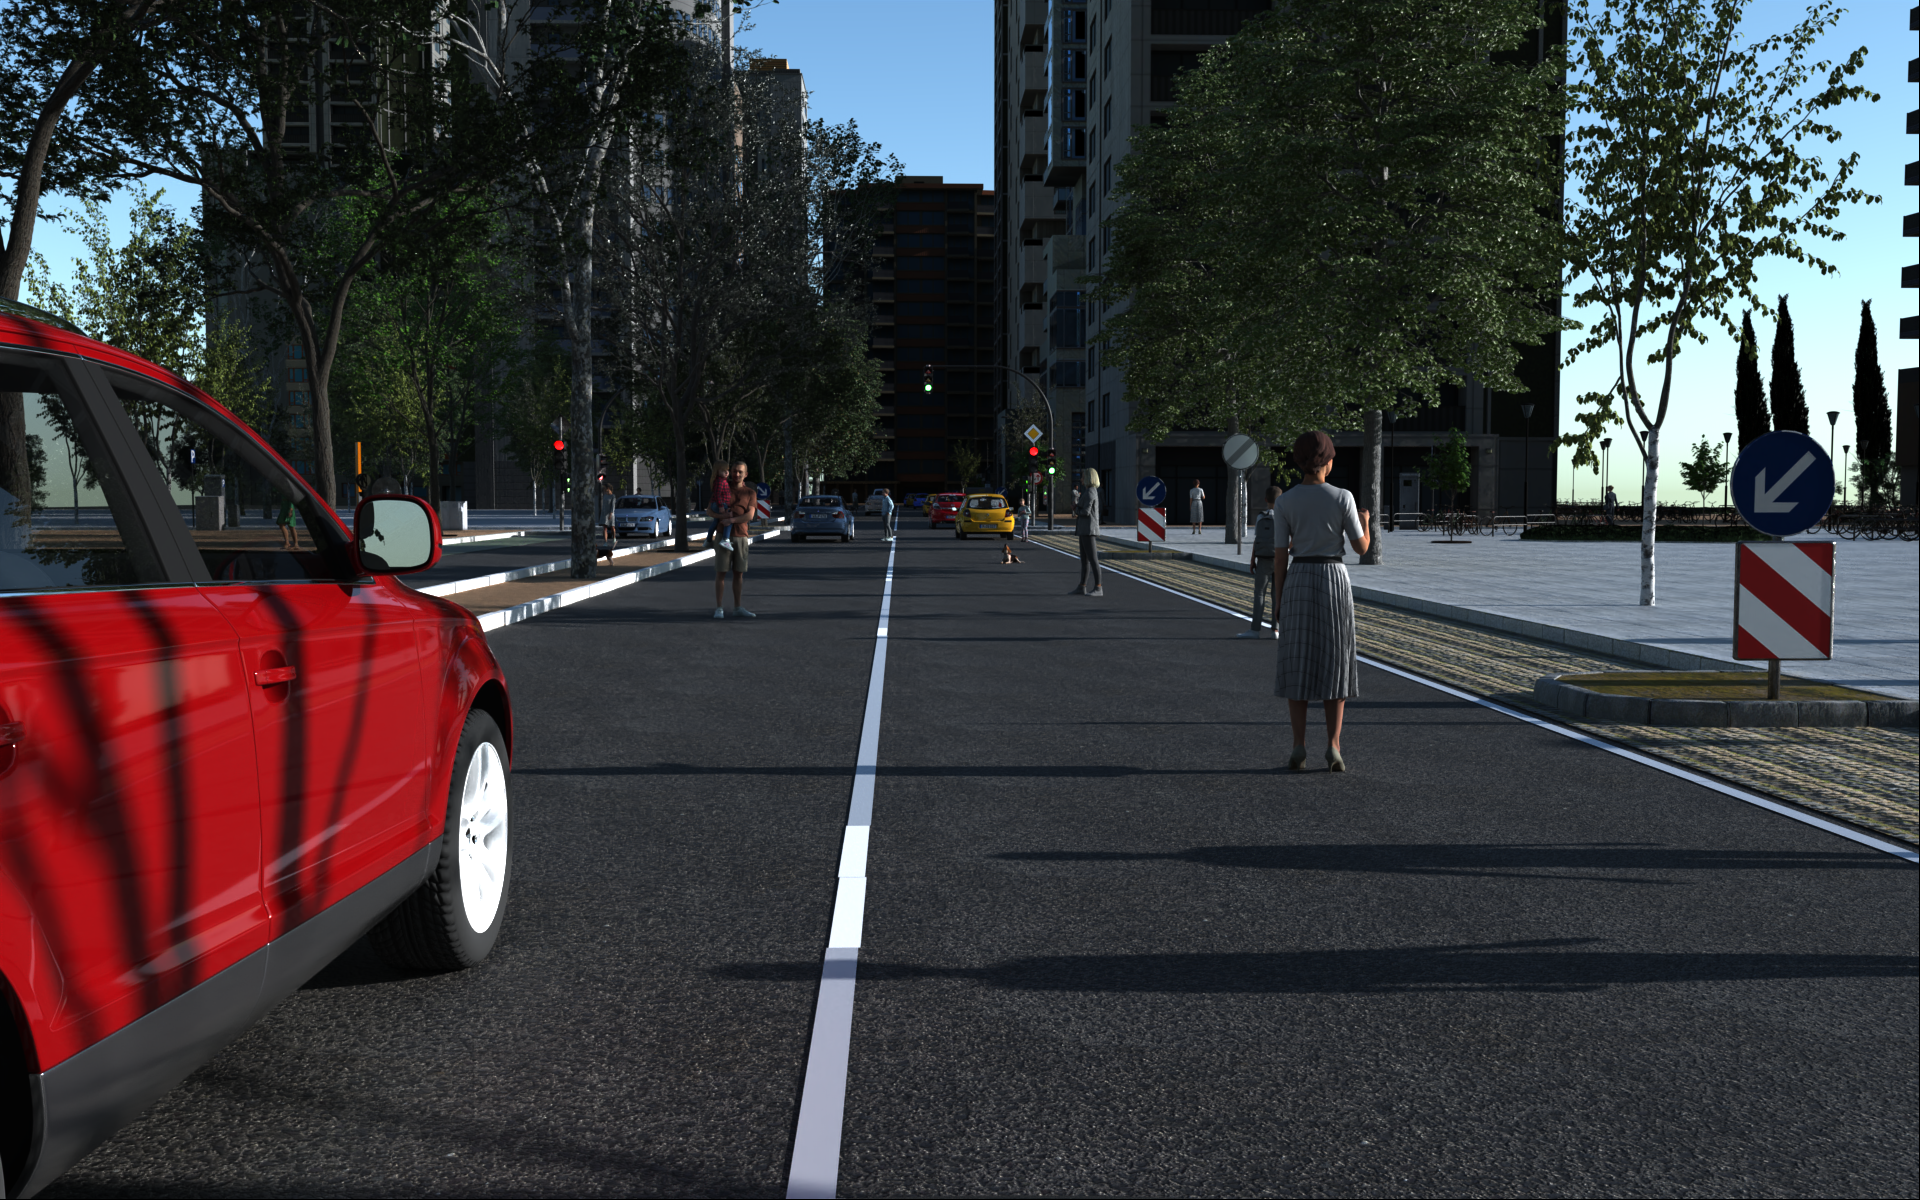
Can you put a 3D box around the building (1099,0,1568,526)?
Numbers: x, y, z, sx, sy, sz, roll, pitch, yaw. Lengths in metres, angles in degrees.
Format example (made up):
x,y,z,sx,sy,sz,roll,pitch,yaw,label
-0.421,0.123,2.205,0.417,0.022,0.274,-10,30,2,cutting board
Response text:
x,y,z,sx,sy,sz,roll,pitch,yaw,label
17.051,-39.162,78.546,20.611,71.187,20.563,0,4,-2,building

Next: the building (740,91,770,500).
x,y,z,sx,sy,sz,roll,pitch,yaw,label
-34.060,-35.579,205.425,21.600,48.544,21.300,0,4,-2,building

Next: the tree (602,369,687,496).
x,y,z,sx,sy,sz,roll,pitch,yaw,label
-17.798,-9.100,99.142,4.737,8.622,4.395,0,3,0,tree

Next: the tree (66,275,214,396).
x,y,z,sx,sy,sz,roll,pitch,yaw,label
-28.067,-6.551,57.472,4.360,8.622,3.978,0,3,0,tree

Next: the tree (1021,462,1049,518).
x,y,z,sx,sy,sz,roll,pitch,yaw,label
4.171,-6.151,95.173,1.663,3.219,1.824,0,3,0,tree

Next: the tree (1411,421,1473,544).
x,y,z,sx,sy,sz,roll,pitch,yaw,label
12.977,-3.109,45.427,1.663,3.219,1.824,0,3,0,tree

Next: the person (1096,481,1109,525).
x,y,z,sx,sy,sz,roll,pitch,yaw,label
5.930,-4.067,72.636,0.767,1.812,0.694,-3,4,-36,person

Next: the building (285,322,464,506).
x,y,z,sx,sy,sz,roll,pitch,yaw,label
-59.344,-21.881,202.794,28.899,21.520,27.650,0,4,-2,building

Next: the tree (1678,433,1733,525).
x,y,z,sx,sy,sz,roll,pitch,yaw,label
23.752,-3.721,55.436,1.663,3.219,1.824,0,3,0,tree

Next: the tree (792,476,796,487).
x,y,z,sx,sy,sz,roll,pitch,yaw,label
-21.084,-13.580,205.750,4.285,4.588,4.351,0,3,0,tree

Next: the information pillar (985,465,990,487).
x,y,z,sx,sy,sz,roll,pitch,yaw,label
2.247,-9.077,139.763,0.504,3.616,0.183,-2,4,-35,information pillar

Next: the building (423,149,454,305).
x,y,z,sx,sy,sz,roll,pitch,yaw,label
-60.005,-37.607,238.573,21.600,48.544,21.300,0,4,-2,building

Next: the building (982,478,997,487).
x,y,z,sx,sy,sz,roll,pitch,yaw,label
18.711,-30.168,185.134,32.217,40.220,23.993,0,4,-2,building

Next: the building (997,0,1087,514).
x,y,z,sx,sy,sz,roll,pitch,yaw,label
14.746,-49.613,123.837,22.319,86.520,31.000,0,4,-2,building

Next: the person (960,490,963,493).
x,y,z,sx,sy,sz,roll,pitch,yaw,label
-0.227,-8.079,140.805,1.509,1.804,0.699,-3,4,-38,person

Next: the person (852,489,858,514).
x,y,z,sx,sy,sz,roll,pitch,yaw,label
-7.508,-7.023,123.547,0.478,1.798,0.641,-2,4,-32,person

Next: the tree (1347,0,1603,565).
x,y,z,sx,sy,sz,roll,pitch,yaw,label
7.682,-6.893,30.822,7.486,12.596,7.792,0,3,0,tree

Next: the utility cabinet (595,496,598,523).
x,y,z,sx,sy,sz,roll,pitch,yaw,label
-16.480,-4.015,76.804,0.306,1.237,1.020,2,4,31,utility cabinet

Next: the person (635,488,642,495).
x,y,z,sx,sy,sz,roll,pitch,yaw,label
-14.091,-4.064,75.776,0.563,1.720,0.643,-3,4,-38,person

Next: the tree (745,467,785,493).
x,y,z,sx,sy,sz,roll,pitch,yaw,label
-20.029,-11.687,174.792,4.285,4.588,4.351,0,3,0,tree

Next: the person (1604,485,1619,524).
x,y,z,sx,sy,sz,roll,pitch,yaw,label
25.559,-3.609,67.923,0.534,1.772,0.576,3,5,43,person

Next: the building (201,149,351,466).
x,y,z,sx,sy,sz,roll,pitch,yaw,label
-81.061,-32.092,208.302,14.086,41.232,14.154,0,4,-2,building

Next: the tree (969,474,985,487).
x,y,z,sx,sy,sz,roll,pitch,yaw,label
1.921,-10.697,169.493,1.663,3.219,1.824,0,3,0,tree

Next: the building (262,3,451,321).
x,y,z,sx,sy,sz,roll,pitch,yaw,label
-81.259,-48.778,235.768,20.611,71.187,20.563,0,4,-2,building

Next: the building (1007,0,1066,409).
x,y,z,sx,sy,sz,roll,pitch,yaw,label
18.523,-34.798,158.192,28.713,52.752,27.495,0,4,-2,building

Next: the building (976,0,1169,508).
x,y,z,sx,sy,sz,roll,pitch,yaw,label
12.611,-46.995,206.613,20.563,71.187,20.611,0,4,-2,building

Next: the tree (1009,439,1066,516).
x,y,z,sx,sy,sz,roll,pitch,yaw,label
4.342,-7.076,99.409,4.285,4.588,4.351,0,3,0,tree

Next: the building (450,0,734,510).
x,y,z,sx,sy,sz,roll,pitch,yaw,label
-32.168,-37.578,156.407,21.231,58.520,28.212,0,4,-2,building

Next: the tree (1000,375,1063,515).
x,y,z,sx,sy,sz,roll,pitch,yaw,label
4.294,-9.610,107.493,4.360,8.622,3.978,0,3,0,tree

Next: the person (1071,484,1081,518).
x,y,z,sx,sy,sz,roll,pitch,yaw,label
6.295,-5.358,93.820,0.466,1.800,0.511,1,4,20,person

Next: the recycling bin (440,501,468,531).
x,y,z,sx,sy,sz,roll,pitch,yaw,label
-17.859,-2.971,61.123,0.722,1.027,0.722,0,4,6,recycling bin

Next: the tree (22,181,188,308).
x,y,z,sx,sy,sz,roll,pitch,yaw,label
-19.298,-5.479,39.945,4.737,8.622,4.395,0,3,0,tree

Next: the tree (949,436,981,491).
x,y,z,sx,sy,sz,roll,pitch,yaw,label
0.617,-16.549,220.932,4.737,8.622,4.395,0,3,0,tree

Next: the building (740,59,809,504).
x,y,z,sx,sy,sz,roll,pitch,yaw,label
-35.064,-42.550,237.699,28.212,58.520,21.231,0,4,-2,building

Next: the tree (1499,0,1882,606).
x,y,z,sx,sy,sz,roll,pitch,yaw,label
8.112,-4.252,19.878,4.737,8.622,4.395,0,3,0,tree

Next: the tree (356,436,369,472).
x,y,z,sx,sy,sz,roll,pitch,yaw,label
-41.642,-10.219,117.444,4.360,8.622,3.978,0,3,0,tree

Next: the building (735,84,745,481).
x,y,z,sx,sy,sz,roll,pitch,yaw,label
-29.814,-32.294,178.121,14.600,45.320,14.200,0,4,-2,building

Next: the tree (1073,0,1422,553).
x,y,z,sx,sy,sz,roll,pitch,yaw,label
6.627,-7.704,44.084,7.486,12.596,7.792,0,3,0,tree

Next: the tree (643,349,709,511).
x,y,z,sx,sy,sz,roll,pitch,yaw,label
-19.528,-13.005,129.635,9.611,12.733,9.660,0,3,0,tree

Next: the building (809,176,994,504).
x,y,z,sx,sy,sz,roll,pitch,yaw,label
-6.397,-35.869,241.085,28.867,44.769,22.147,0,4,-2,building

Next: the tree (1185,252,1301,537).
x,y,z,sx,sy,sz,roll,pitch,yaw,label
8.510,-6.172,51.268,4.737,8.622,4.395,0,3,0,tree

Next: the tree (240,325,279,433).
x,y,z,sx,sy,sz,roll,pitch,yaw,label
-22.964,-6.114,50.319,4.737,8.622,4.395,0,3,0,tree

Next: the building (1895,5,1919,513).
x,y,z,sx,sy,sz,roll,pitch,yaw,label
53.745,-26.174,78.060,14.200,45.320,14.600,0,4,-2,building

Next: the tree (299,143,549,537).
x,y,z,sx,sy,sz,roll,pitch,yaw,label
-16.027,-7.738,52.268,9.928,11.665,9.643,0,3,0,tree

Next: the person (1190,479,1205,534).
x,y,z,sx,sy,sz,roll,pitch,yaw,label
7.586,-2.985,55.414,0.480,1.755,0.524,0,4,2,person
